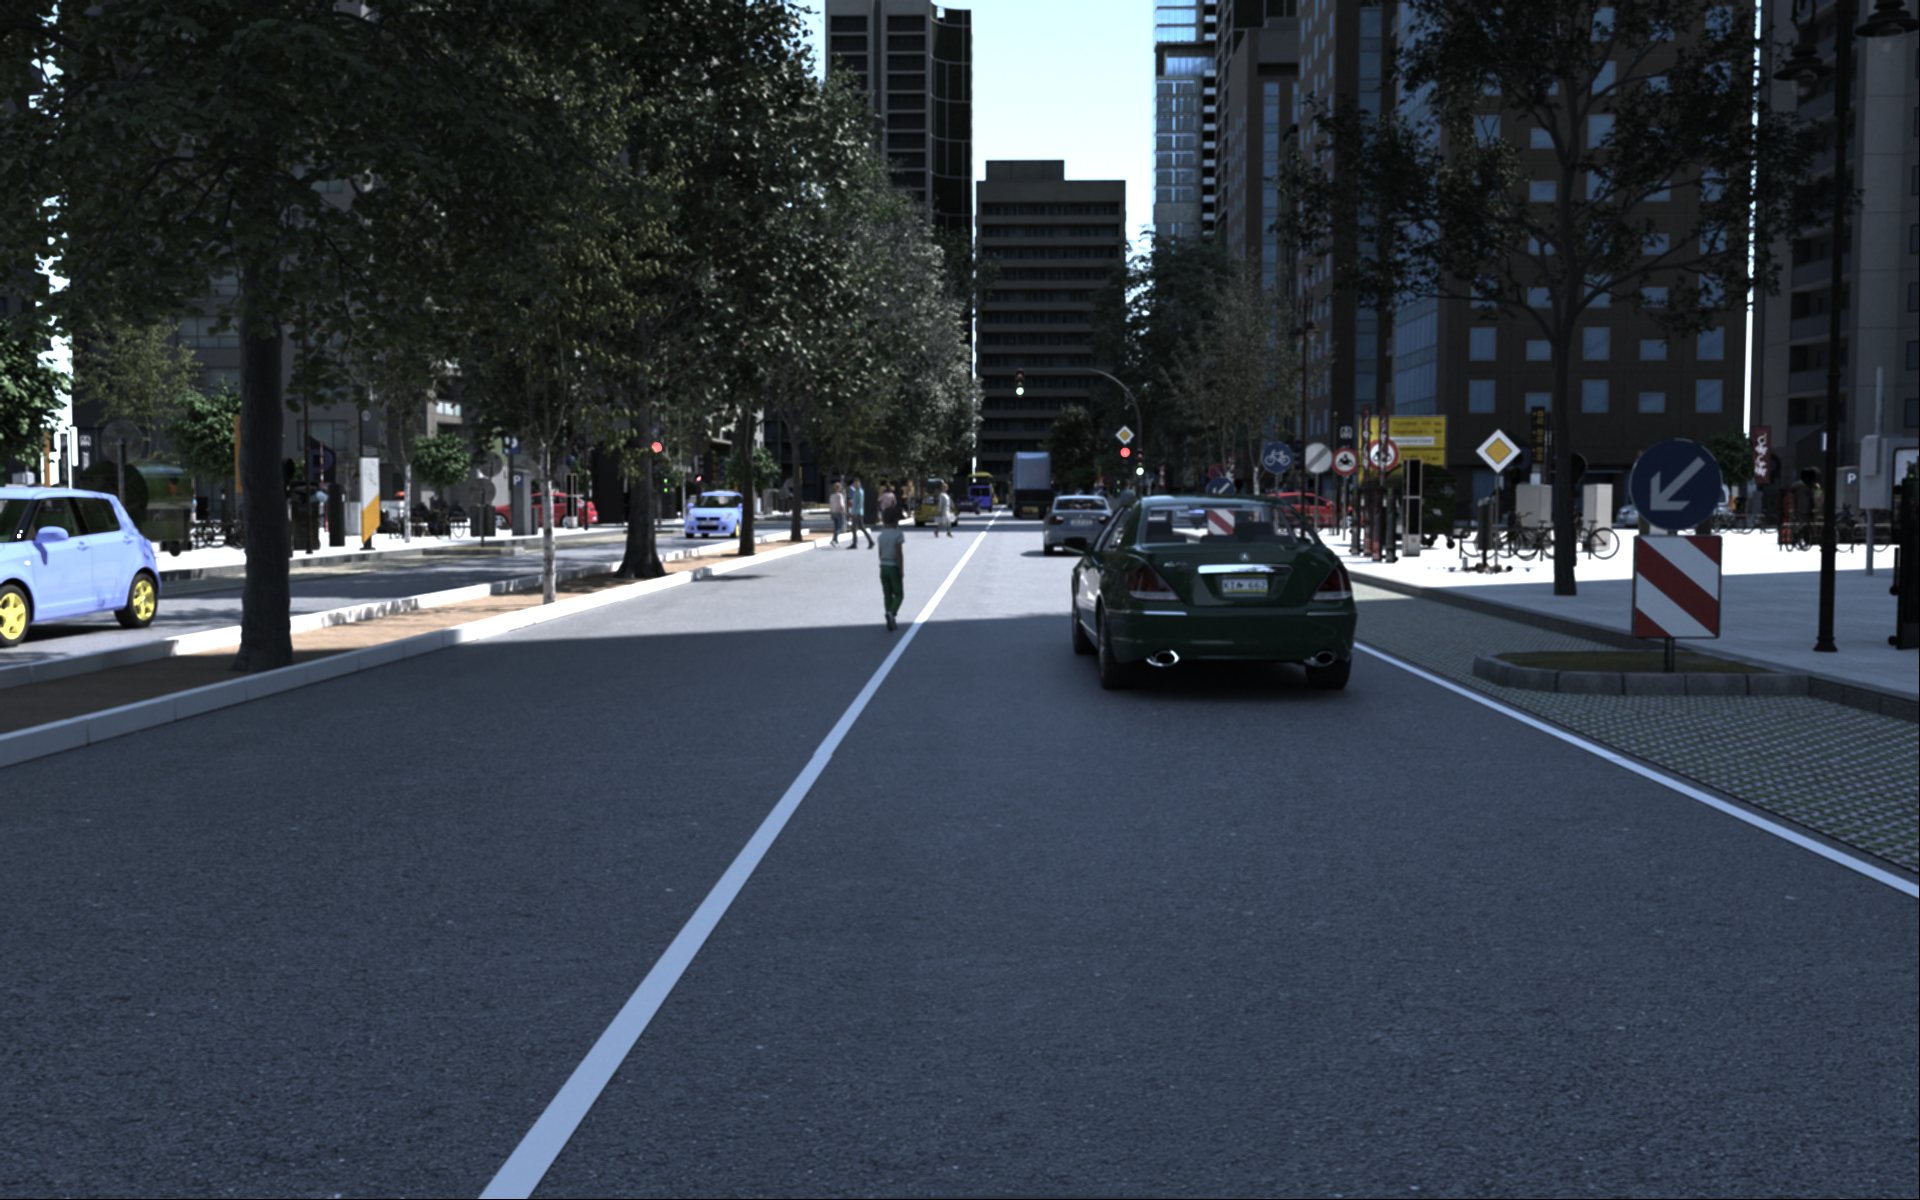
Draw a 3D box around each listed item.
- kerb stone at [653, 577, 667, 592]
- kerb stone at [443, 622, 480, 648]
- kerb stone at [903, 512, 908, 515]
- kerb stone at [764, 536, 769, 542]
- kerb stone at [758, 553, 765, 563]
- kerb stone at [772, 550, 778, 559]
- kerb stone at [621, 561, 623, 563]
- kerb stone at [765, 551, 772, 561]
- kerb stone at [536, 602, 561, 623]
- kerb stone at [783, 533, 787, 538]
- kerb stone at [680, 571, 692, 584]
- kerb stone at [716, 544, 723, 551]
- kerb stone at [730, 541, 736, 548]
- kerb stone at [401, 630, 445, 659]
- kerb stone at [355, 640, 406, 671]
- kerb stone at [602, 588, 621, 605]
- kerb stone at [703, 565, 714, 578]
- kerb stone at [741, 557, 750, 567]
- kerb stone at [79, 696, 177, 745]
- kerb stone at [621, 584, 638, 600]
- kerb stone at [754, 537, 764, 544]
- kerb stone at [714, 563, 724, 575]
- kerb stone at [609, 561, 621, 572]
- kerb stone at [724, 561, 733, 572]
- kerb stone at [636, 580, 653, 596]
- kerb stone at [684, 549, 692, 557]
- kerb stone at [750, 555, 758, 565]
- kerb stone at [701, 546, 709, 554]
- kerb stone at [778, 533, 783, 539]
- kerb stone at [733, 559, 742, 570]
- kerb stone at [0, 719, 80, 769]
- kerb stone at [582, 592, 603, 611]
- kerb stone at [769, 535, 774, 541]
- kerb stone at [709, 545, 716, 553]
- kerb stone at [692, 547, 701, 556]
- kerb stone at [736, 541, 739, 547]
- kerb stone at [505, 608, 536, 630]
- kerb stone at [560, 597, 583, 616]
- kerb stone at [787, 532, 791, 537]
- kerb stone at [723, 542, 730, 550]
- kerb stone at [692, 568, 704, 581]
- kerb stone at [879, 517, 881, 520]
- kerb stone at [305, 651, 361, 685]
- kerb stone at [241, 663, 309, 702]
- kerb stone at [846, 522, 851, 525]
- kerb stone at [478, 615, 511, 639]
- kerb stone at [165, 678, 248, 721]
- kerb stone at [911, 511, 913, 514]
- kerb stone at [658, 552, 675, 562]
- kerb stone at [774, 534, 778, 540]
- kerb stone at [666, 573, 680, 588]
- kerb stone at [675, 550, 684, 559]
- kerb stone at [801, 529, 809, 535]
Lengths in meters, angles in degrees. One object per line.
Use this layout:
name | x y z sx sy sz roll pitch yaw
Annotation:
kerb stone | -4.553 -0.218 25.782 0.120 0.150 1.000 0 4 2
kerb stone | -4.830 0.345 16.557 0.120 0.150 1.000 0 4 2
kerb stone | -3.763 -6.079 121.676 0.120 0.150 1.000 0 4 2
kerb stone | -5.880 -1.786 51.461 0.120 0.150 1.000 0 4 2
kerb stone | -4.242 -0.842 36.045 0.120 0.150 1.000 0 4 2
kerb stone | -4.188 -0.973 38.104 0.120 0.150 1.000 0 4 2
kerb stone | -6.435 -0.658 32.983 0.120 0.150 1.000 0 4 2
kerb stone | -4.212 -0.910 37.076 0.120 0.150 1.000 0 4 2
kerb stone | -4.739 0.157 19.636 0.120 0.150 1.000 0 4 2
kerb stone | -5.750 -2.041 55.563 0.120 0.150 1.000 0 4 2
kerb stone | -4.493 -0.345 27.835 0.120 0.150 1.000 0 4 2
kerb stone | -6.127 -1.284 43.259 0.120 0.150 1.000 0 4 2
kerb stone | -6.064 -1.414 45.311 0.120 0.150 1.000 0 4 2
kerb stone | -4.862 0.408 15.525 0.120 0.150 1.000 0 4 2
kerb stone | -4.895 0.471 14.495 0.120 0.150 1.000 0 4 2
kerb stone | -4.649 -0.031 22.703 0.120 0.150 1.000 0 4 2
kerb stone | -4.436 -0.471 29.891 0.120 0.150 1.000 0 4 2
kerb stone | -4.312 -0.722 33.999 0.120 0.150 1.000 0 4 2
kerb stone | -5.016 0.723 10.397 0.120 0.150 1.000 0 4 2
kerb stone | -4.612 -0.090 23.724 0.120 0.150 1.000 0 4 2
kerb stone | -5.913 -1.726 50.438 0.120 0.150 1.000 0 4 2
kerb stone | -4.398 -0.533 30.917 0.120 0.150 1.000 0 4 2
kerb stone | -6.472 -0.597 31.962 0.120 0.150 1.000 0 4 2
kerb stone | -4.370 -0.596 31.939 0.120 0.150 1.000 0 4 2
kerb stone | -4.584 -0.156 24.751 0.120 0.150 1.000 0 4 2
kerb stone | -6.258 -1.037 39.156 0.120 0.150 1.000 0 4 2
kerb stone | -4.277 -0.780 35.023 0.120 0.150 1.000 0 4 2
kerb stone | -6.182 -1.163 41.211 0.120 0.150 1.000 0 4 2
kerb stone | -5.787 -1.978 54.540 0.120 0.150 1.000 0 4 2
kerb stone | -4.338 -0.657 32.964 0.120 0.150 1.000 0 4 2
kerb stone | -5.047 0.785 9.364 0.120 0.150 1.000 0 4 2
kerb stone | -4.678 0.031 21.681 0.120 0.150 1.000 0 4 2
kerb stone | -5.856 -1.853 52.486 0.120 0.150 1.000 0 4 2
kerb stone | -6.156 -1.224 42.237 0.120 0.150 1.000 0 4 2
kerb stone | -6.218 -1.098 40.178 0.120 0.150 1.000 0 4 2
kerb stone | -6.035 -1.477 46.337 0.120 0.150 1.000 0 4 2
kerb stone | -4.779 0.220 18.603 0.120 0.150 1.000 0 4 2
kerb stone | -4.712 0.094 20.657 0.120 0.150 1.000 0 4 2
kerb stone | -5.724 -2.103 56.585 0.120 0.150 1.000 0 4 2
kerb stone | -6.097 -1.351 44.280 0.120 0.150 1.000 0 4 2
kerb stone | -4.465 -0.402 28.864 0.120 0.150 1.000 0 4 2
kerb stone | -4.439 -4.703 99.145 0.120 0.150 1.000 0 4 2
kerb stone | -4.928 0.536 13.462 0.120 0.150 1.000 0 4 2
kerb stone | -4.956 0.597 12.440 0.120 0.150 1.000 0 4 2
kerb stone | -5.033 -3.514 79.656 0.120 0.150 1.000 0 4 2
kerb stone | -4.794 0.284 17.581 0.120 0.150 1.000 0 4 2
kerb stone | -4.990 0.659 11.419 0.120 0.150 1.000 0 4 2
kerb stone | -3.662 -6.271 124.752 0.120 0.150 1.000 0 4 2
kerb stone | -6.315 -0.907 37.091 0.120 0.150 1.000 0 4 2
kerb stone | -5.815 -1.914 53.513 0.120 0.150 1.000 0 4 2
kerb stone | -4.523 -0.281 26.813 0.120 0.150 1.000 0 4 2
kerb stone | -6.284 -0.974 38.119 0.120 0.150 1.000 0 4 2
kerb stone | -5.543 -2.478 62.747 0.120 0.150 1.000 0 4 2
